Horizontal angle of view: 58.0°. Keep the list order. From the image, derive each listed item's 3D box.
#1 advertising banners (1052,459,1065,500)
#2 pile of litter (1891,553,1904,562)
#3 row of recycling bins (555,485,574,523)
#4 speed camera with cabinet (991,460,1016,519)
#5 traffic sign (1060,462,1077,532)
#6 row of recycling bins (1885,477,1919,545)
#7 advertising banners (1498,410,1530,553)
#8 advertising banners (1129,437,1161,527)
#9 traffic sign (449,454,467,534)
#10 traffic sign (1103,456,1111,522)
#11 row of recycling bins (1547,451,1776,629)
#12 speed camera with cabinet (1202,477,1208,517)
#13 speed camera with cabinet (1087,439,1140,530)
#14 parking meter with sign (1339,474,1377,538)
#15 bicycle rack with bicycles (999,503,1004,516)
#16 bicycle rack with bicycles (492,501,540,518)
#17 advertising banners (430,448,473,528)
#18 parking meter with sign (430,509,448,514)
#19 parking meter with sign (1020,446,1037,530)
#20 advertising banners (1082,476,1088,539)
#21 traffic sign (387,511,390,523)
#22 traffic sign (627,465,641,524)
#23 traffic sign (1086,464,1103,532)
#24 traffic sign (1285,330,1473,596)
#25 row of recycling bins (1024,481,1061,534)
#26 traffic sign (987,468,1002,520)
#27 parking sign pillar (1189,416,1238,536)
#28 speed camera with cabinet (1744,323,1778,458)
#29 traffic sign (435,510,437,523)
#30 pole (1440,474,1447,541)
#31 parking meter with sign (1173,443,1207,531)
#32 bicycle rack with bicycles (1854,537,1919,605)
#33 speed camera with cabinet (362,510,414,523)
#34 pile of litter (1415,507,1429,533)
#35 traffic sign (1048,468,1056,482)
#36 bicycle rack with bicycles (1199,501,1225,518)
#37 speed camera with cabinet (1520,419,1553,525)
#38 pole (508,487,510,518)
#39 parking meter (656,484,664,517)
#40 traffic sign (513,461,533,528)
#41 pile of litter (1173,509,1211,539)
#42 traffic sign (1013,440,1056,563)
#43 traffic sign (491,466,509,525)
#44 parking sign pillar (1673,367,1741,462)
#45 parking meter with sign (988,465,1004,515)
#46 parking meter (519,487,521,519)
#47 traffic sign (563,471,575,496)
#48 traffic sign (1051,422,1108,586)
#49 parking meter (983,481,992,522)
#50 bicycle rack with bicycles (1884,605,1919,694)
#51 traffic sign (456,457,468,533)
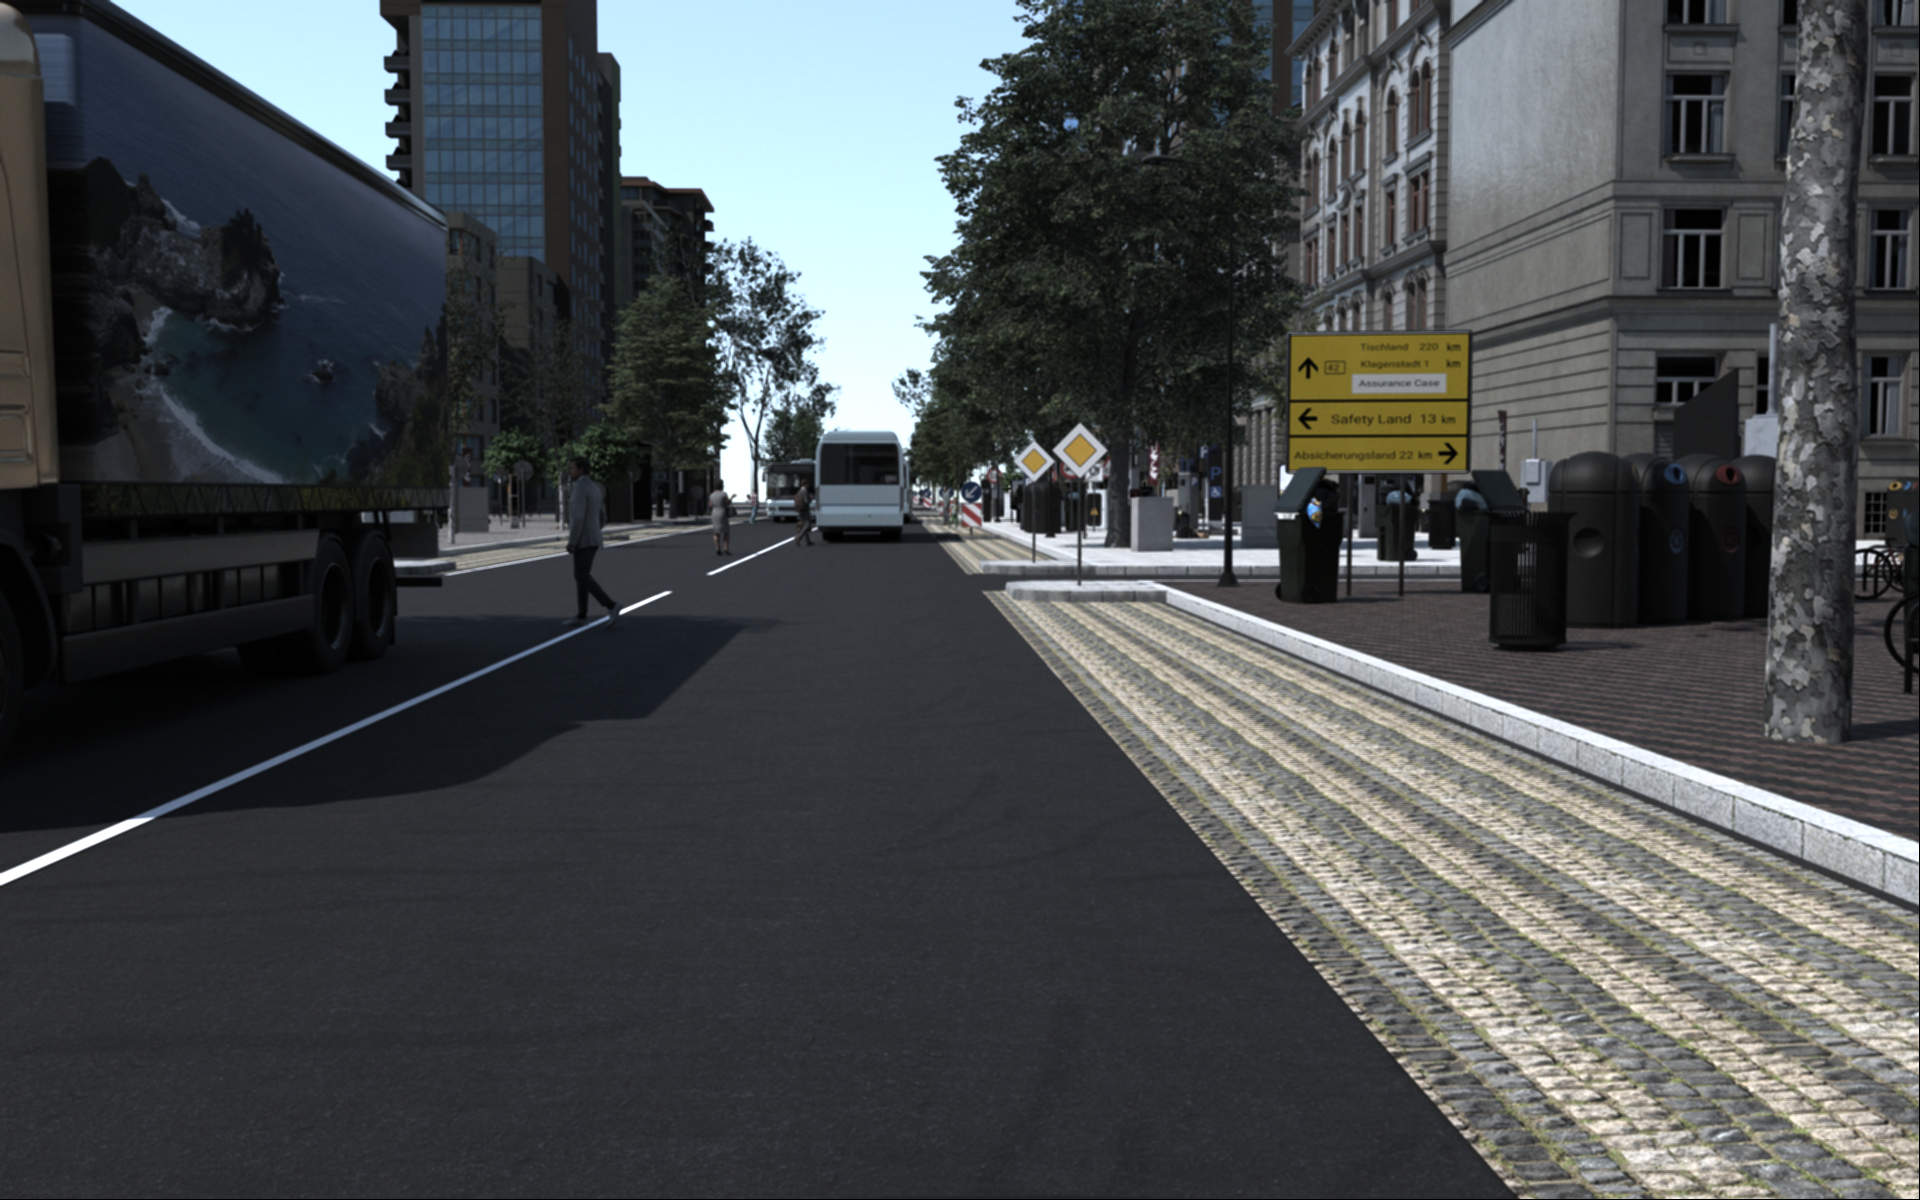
[{"bbox_3d":[4.904,-5.521,86.454,0.090,3.025,2.074,1,4,23],"label":"advertising banners"},{"bbox_3d":[18.315,-1.159,32.909,1.719,0.858,1.176,-1,4,-21],"label":"pile of litter"},{"bbox_3d":[-17.522,-4.310,77.587,1.069,1.692,3.534,-1,4,-21],"label":"row of recycling bins"},{"bbox_3d":[2.402,-5.792,89.042,2.038,3.252,0.660,3,4,39],"label":"speed camera with cabinet"},{"bbox_3d":[3.775,-3.581,58.655,0.768,2.556,0.104,0,4,5],"label":"traffic sign"},{"bbox_3d":[22.457,-2.028,40.264,1.069,1.692,3.534,1,4,14],"label":"row of recycling bins"},{"bbox_3d":[11.798,-2.494,36.969,0.090,3.025,2.074,3,4,36],"label":"advertising banners"},{"bbox_3d":[5.385,-3.487,53.203,0.090,3.025,2.074,-3,5,-44],"label":"advertising banners"},{"bbox_3d":[-16.157,-3.383,55.421,0.768,2.556,0.104,0,4,0],"label":"traffic sign"},{"bbox_3d":[5.035,-3.582,58.567,0.884,2.594,0.081,0,4,-1],"label":"traffic sign"},{"bbox_3d":[7.234,-0.641,17.590,3.534,1.692,1.069,-2,4,-33],"label":"row of recycling bins"},{"bbox_3d":[13.962,-6.293,97.221,0.660,3.252,2.038,1,4,13],"label":"speed camera with cabinet"},{"bbox_3d":[5.447,-4.153,62.239,2.038,3.252,0.660,3,5,39],"label":"speed camera with cabinet"},{"bbox_3d":[11.898,-3.297,50.172,1.738,3.016,0.543,0,4,5],"label":"parking meter with sign"},{"bbox_3d":[3.383,-5.377,101.288,2.925,0.926,2.852,0,4,-8],"label":"bicycle rack with bicycles"},{"bbox_3d":[-24.376,-5.022,95.494,2.852,0.926,2.925,-2,4,-27],"label":"bicycle rack with bicycles"},{"bbox_3d":[-19.047,-4.207,64.968,0.090,3.025,2.074,2,4,33],"label":"advertising banners"},{"bbox_3d":[-24.496,-5.184,81.017,0.543,3.016,1.738,-3,5,-40],"label":"parking meter with sign"},{"bbox_3d":[2.512,-4.053,62.524,0.543,3.016,1.738,1,4,11],"label":"parking meter with sign"},{"bbox_3d":[3.572,-3.274,49.711,0.090,3.025,2.074,0,4,7],"label":"advertising banners"},{"bbox_3d":[-10.465,-1.717,31.714,0.795,2.450,0.064,0,4,-2],"label":"traffic sign"},{"bbox_3d":[-14.077,-4.541,74.350,0.768,2.556,0.104,0,4,1],"label":"traffic sign"},{"bbox_3d":[4.522,-3.441,58.382,0.606,2.300,0.079,0,4,-2],"label":"traffic sign"},{"bbox_3d":[5.217,-1.700,21.666,2.265,3.308,0.079,0,4,7],"label":"traffic sign"},{"bbox_3d":[2.680,-3.081,57.485,1.069,1.692,3.534,0,4,-5],"label":"row of recycling bins"},{"bbox_3d":[1.687,-5.170,84.630,0.768,2.556,0.104,0,4,5],"label":"traffic sign"},{"bbox_3d":[7.980,-4.015,54.115,1.447,3.967,1.447,0,4,7],"label":"parking sign pillar"},{"bbox_3d":[8.890,-1.553,19.735,2.038,3.252,0.660,-2,4,-23],"label":"speed camera with cabinet"},{"bbox_3d":[-15.436,-3.118,50.979,0.884,2.594,0.081,0,4,1],"label":"traffic sign"},{"bbox_3d":[12.089,-3.022,43.258,0.158,3.312,0.155,0,3,0],"label":"pole"},{"bbox_3d":[7.859,-3.868,59.502,0.543,3.016,1.738,-2,4,-31],"label":"parking meter with sign"},{"bbox_3d":[12.465,-0.494,21.459,2.925,0.926,2.852,2,4,25],"label":"bicycle rack with bicycles"},{"bbox_3d":[-13.188,-2.690,38.324,2.038,3.252,0.660,-3,5,-41],"label":"speed camera with cabinet"},{"bbox_3d":[15.755,-2.675,57.695,1.176,0.858,1.719,1,4,17],"label":"pile of litter"},{"bbox_3d":[4.181,-5.023,82.236,0.768,2.556,0.104,0,4,-1],"label":"traffic sign"},{"bbox_3d":[13.855,-4.924,93.894,2.852,0.926,2.925,0,4,-6],"label":"bicycle rack with bicycles"},{"bbox_3d":[15.825,-3.129,45.493,2.038,3.252,0.660,3,4,38],"label":"speed camera with cabinet"},{"bbox_3d":[-24.165,-6.061,92.944,0.158,3.312,0.155,0,3,0],"label":"pole"},{"bbox_3d":[-16.866,-5.599,97.255,0.399,1.863,0.255,-2,4,-32],"label":"parking meter"},{"bbox_3d":[-16.701,-4.045,66.242,0.768,2.556,0.104,0,4,1],"label":"traffic sign"},{"bbox_3d":[6.689,-2.221,50.285,1.176,0.858,1.719,0,4,8],"label":"pile of litter"},{"bbox_3d":[1.372,-1.742,32.129,0.795,2.450,0.064,0,4,-2],"label":"traffic sign"},{"bbox_3d":[-18.751,-4.255,70.749,0.795,2.450,0.064,0,4,5],"label":"traffic sign"},{"bbox_3d":[16.125,-2.993,37.414,1.447,3.967,1.447,3,5,42],"label":"parking sign pillar"},{"bbox_3d":[2.373,-6.603,104.216,0.543,3.016,1.738,2,4,35],"label":"parking meter with sign"},{"bbox_3d":[-23.265,-5.206,90.824,0.399,1.863,0.255,-3,4,-36],"label":"parking meter"},{"bbox_3d":[-17.013,-4.488,75.516,0.606,2.300,0.079,0,4,1],"label":"traffic sign"},{"bbox_3d":[1.666,-1.254,24.149,0.795,2.450,0.064,0,4,-2],"label":"traffic sign"},{"bbox_3d":[1.266,-4.499,79.263,0.399,1.863,0.255,0,4,3],"label":"parking meter"},{"bbox_3d":[7.336,0.141,11.077,2.852,0.926,2.925,-2,4,-33],"label":"bicycle rack with bicycles"},{"bbox_3d":[-16.514,-3.471,56.851,0.768,2.556,0.104,0,4,1],"label":"traffic sign"}]
